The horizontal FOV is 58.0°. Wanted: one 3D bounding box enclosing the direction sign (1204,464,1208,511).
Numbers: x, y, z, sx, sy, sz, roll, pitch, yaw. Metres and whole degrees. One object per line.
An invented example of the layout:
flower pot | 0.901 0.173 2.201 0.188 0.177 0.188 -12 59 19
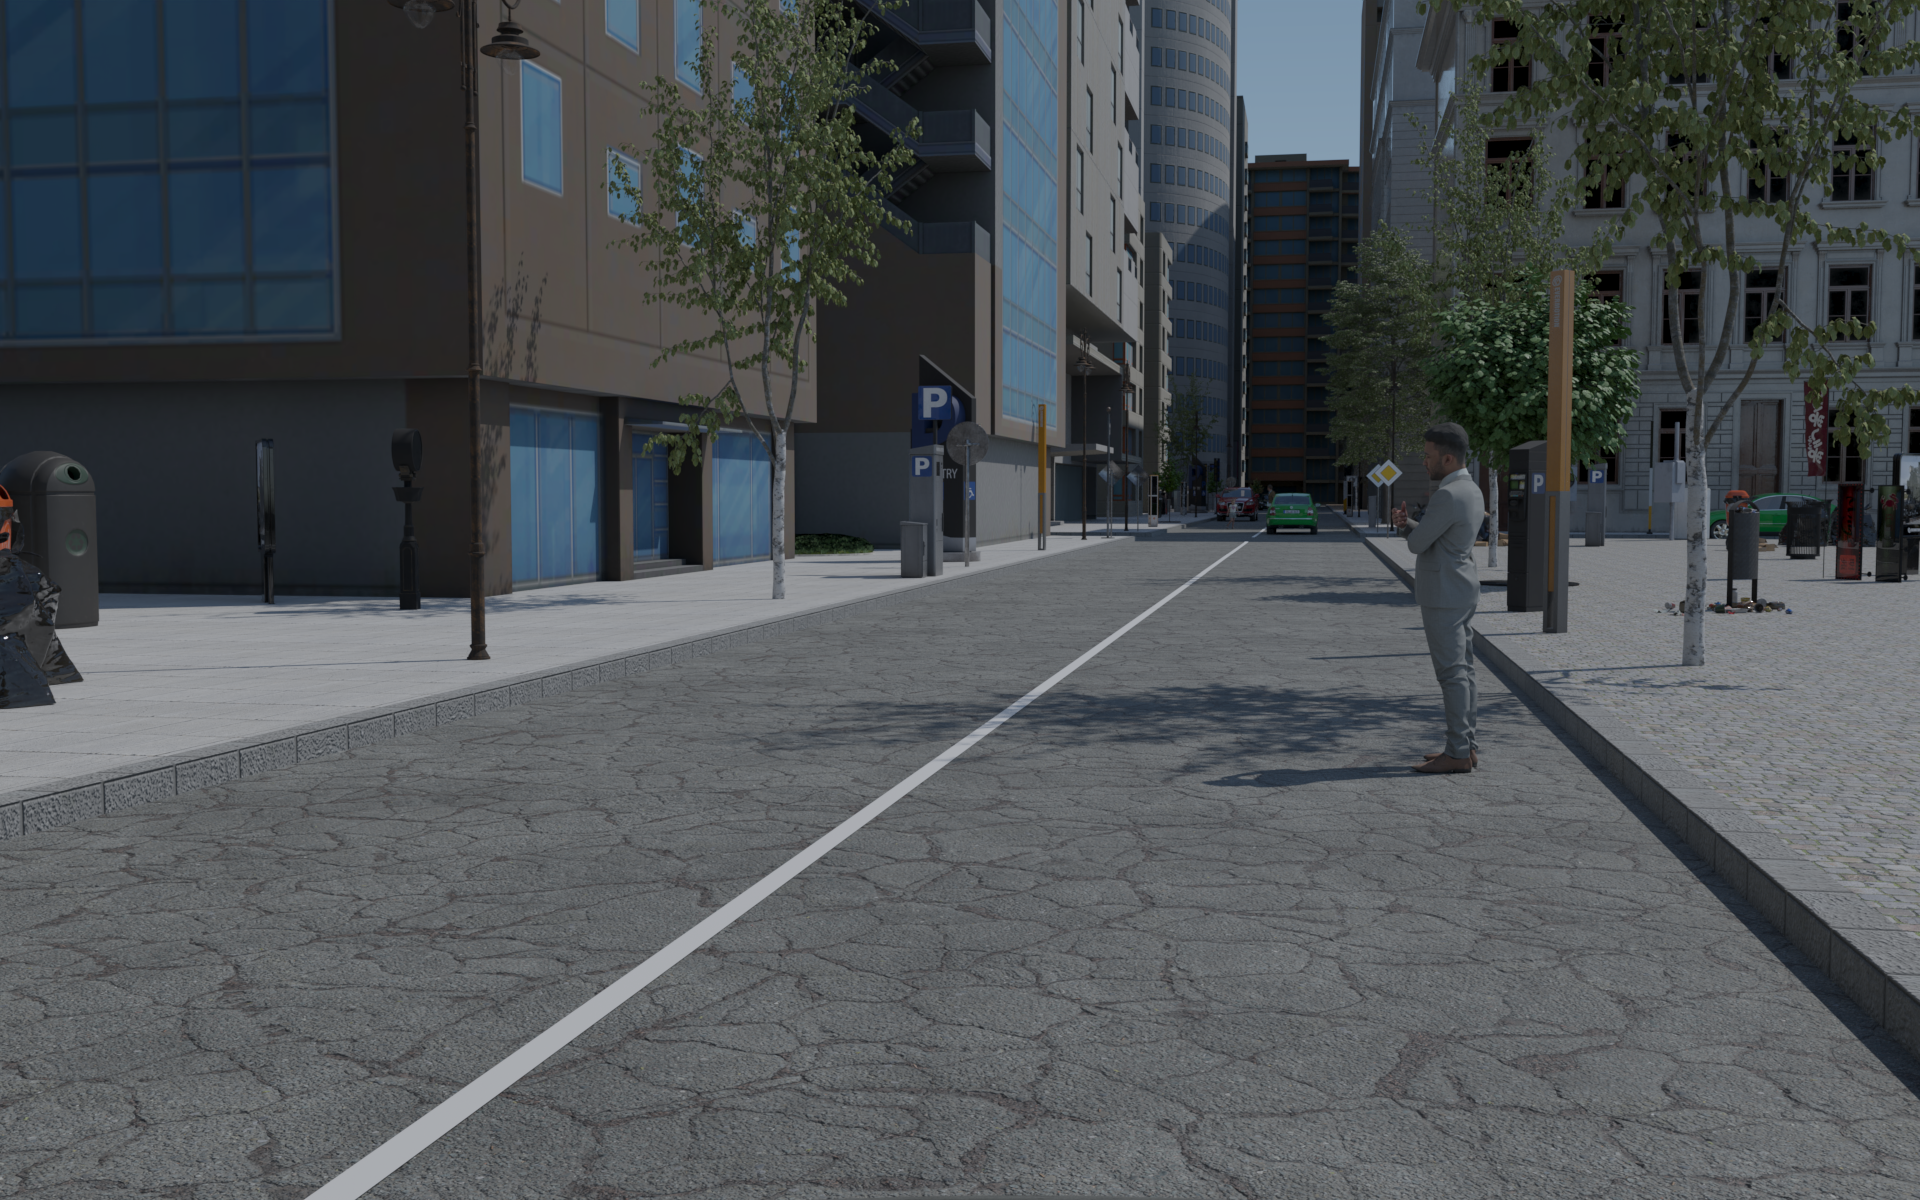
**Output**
direction sign | 18.419 -8.352 128.556 0.876 3.537 0.379 0 4 0

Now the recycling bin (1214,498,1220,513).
recycling bin | 17.722 -6.428 117.653 0.722 1.027 0.722 2 4 28

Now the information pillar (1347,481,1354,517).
information pillar | 21.689 -5.615 96.302 0.304 2.012 0.304 2 4 24

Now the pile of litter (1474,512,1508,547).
pile of litter | 13.195 -1.767 42.856 1.719 0.858 1.176 -1 4 -15

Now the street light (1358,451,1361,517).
street light | 21.998 -7.493 95.299 0.468 5.910 1.993 1 4 11

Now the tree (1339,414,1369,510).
tree | 31.198 -11.315 135.359 4.360 8.622 3.978 0 3 0

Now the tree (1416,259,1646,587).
tree | 8.096 -2.495 24.506 4.285 4.588 4.351 0 3 0

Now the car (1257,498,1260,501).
car | 29.318 -9.331 164.358 2.131 1.459 4.920 1 4 12

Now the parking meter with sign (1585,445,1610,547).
parking meter with sign | 15.743 -2.850 42.864 0.543 3.016 1.738 1 4 22

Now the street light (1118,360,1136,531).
street light | 5.769 -5.328 59.900 0.468 5.910 1.993 1 4 11

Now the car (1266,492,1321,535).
car | 12.035 -3.290 62.584 1.959 1.807 4.718 1 4 12

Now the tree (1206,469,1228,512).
tree | 17.785 -7.807 122.245 1.663 3.219 1.824 0 3 0

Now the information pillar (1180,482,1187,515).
information pillar | 13.948 -6.328 107.953 0.304 2.012 0.304 3 4 38

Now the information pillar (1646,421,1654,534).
information pillar | 22.114 -3.919 55.429 0.183 3.616 0.504 1 4 22

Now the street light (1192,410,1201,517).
street light | 12.964 -7.474 94.991 0.468 5.910 1.993 1 4 11

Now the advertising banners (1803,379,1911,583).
advertising banners | 13.319 -1.813 25.835 0.090 3.025 2.074 -1 4 -16

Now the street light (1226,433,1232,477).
street light | 20.166 -9.608 129.881 0.468 5.910 1.993 1 4 11

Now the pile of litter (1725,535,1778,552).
pile of litter | 17.941 -1.546 39.235 1.719 0.858 1.176 -3 5 -44

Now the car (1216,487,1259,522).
car | 14.811 -5.114 92.294 2.281 1.827 5.304 1 4 12

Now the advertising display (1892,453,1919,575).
advertising display | 15.106 -1.363 27.502 0.974 1.923 0.123 -2 4 -33

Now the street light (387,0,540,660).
street light | -3.737 -2.476 13.267 0.468 5.910 1.993 1 4 11

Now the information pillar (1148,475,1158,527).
information pillar | 7.517 -3.849 67.416 0.304 2.012 0.304 -1 4 -14

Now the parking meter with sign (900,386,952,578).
parking meter with sign | -0.554 -1.889 27.150 0.543 3.016 1.738 1 4 11

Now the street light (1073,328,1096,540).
street light | 3.471 -4.617 48.277 0.468 5.910 1.993 1 4 11

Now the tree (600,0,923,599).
tree | -2.291 -4.330 21.153 4.737 8.622 4.395 0 3 0

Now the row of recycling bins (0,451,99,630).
row of recycling bins | -9.774 -0.527 15.726 1.069 1.692 3.534 3 5 43

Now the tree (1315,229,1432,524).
tree | 18.796 -9.584 74.828 7.486 12.596 7.792 0 3 0

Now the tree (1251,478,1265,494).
tree | 34.181 -12.499 198.967 1.663 3.219 1.824 0 3 0

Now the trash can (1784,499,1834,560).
trash can | 16.618 -1.374 34.117 0.748 1.137 0.748 0 3 0

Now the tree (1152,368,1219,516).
tree | 13.208 -9.280 102.096 4.737 8.622 4.395 0 3 0

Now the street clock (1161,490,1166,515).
street clock | 12.568 -6.277 107.197 0.358 2.002 0.471 -1 4 -19

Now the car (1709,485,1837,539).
car | 23.842 -2.588 51.106 4.718 1.807 1.959 1 4 13

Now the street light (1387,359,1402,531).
street light | 14.845 -5.294 59.338 0.468 5.910 1.993 1 4 11

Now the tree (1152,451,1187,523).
tree | 9.321 -5.105 78.063 1.663 3.219 1.824 0 3 0

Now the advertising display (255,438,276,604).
advertising display | -8.220 -0.936 20.513 0.123 1.923 0.974 -2 4 -27

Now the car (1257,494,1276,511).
car | 27.029 -8.662 151.413 2.009 1.686 4.222 1 4 13

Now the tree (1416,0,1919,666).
tree | 5.393 -3.802 12.527 4.737 8.622 4.395 0 3 0

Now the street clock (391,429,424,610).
street clock | -6.114 -0.895 19.203 0.358 2.002 0.471 0 4 -3

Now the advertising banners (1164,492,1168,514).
advertising banners | 12.994 -6.895 108.919 0.090 3.025 2.074 0 4 -3

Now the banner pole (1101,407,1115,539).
banner pole | 4.315 -3.680 50.191 0.401 3.779 0.863 1 4 10

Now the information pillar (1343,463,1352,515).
information pillar | 24.265 -7.165 108.505 0.504 3.616 0.183 1 4 9

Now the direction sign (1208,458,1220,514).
direction sign | 16.192 -7.170 109.230 0.379 3.537 0.876 2 4 31
